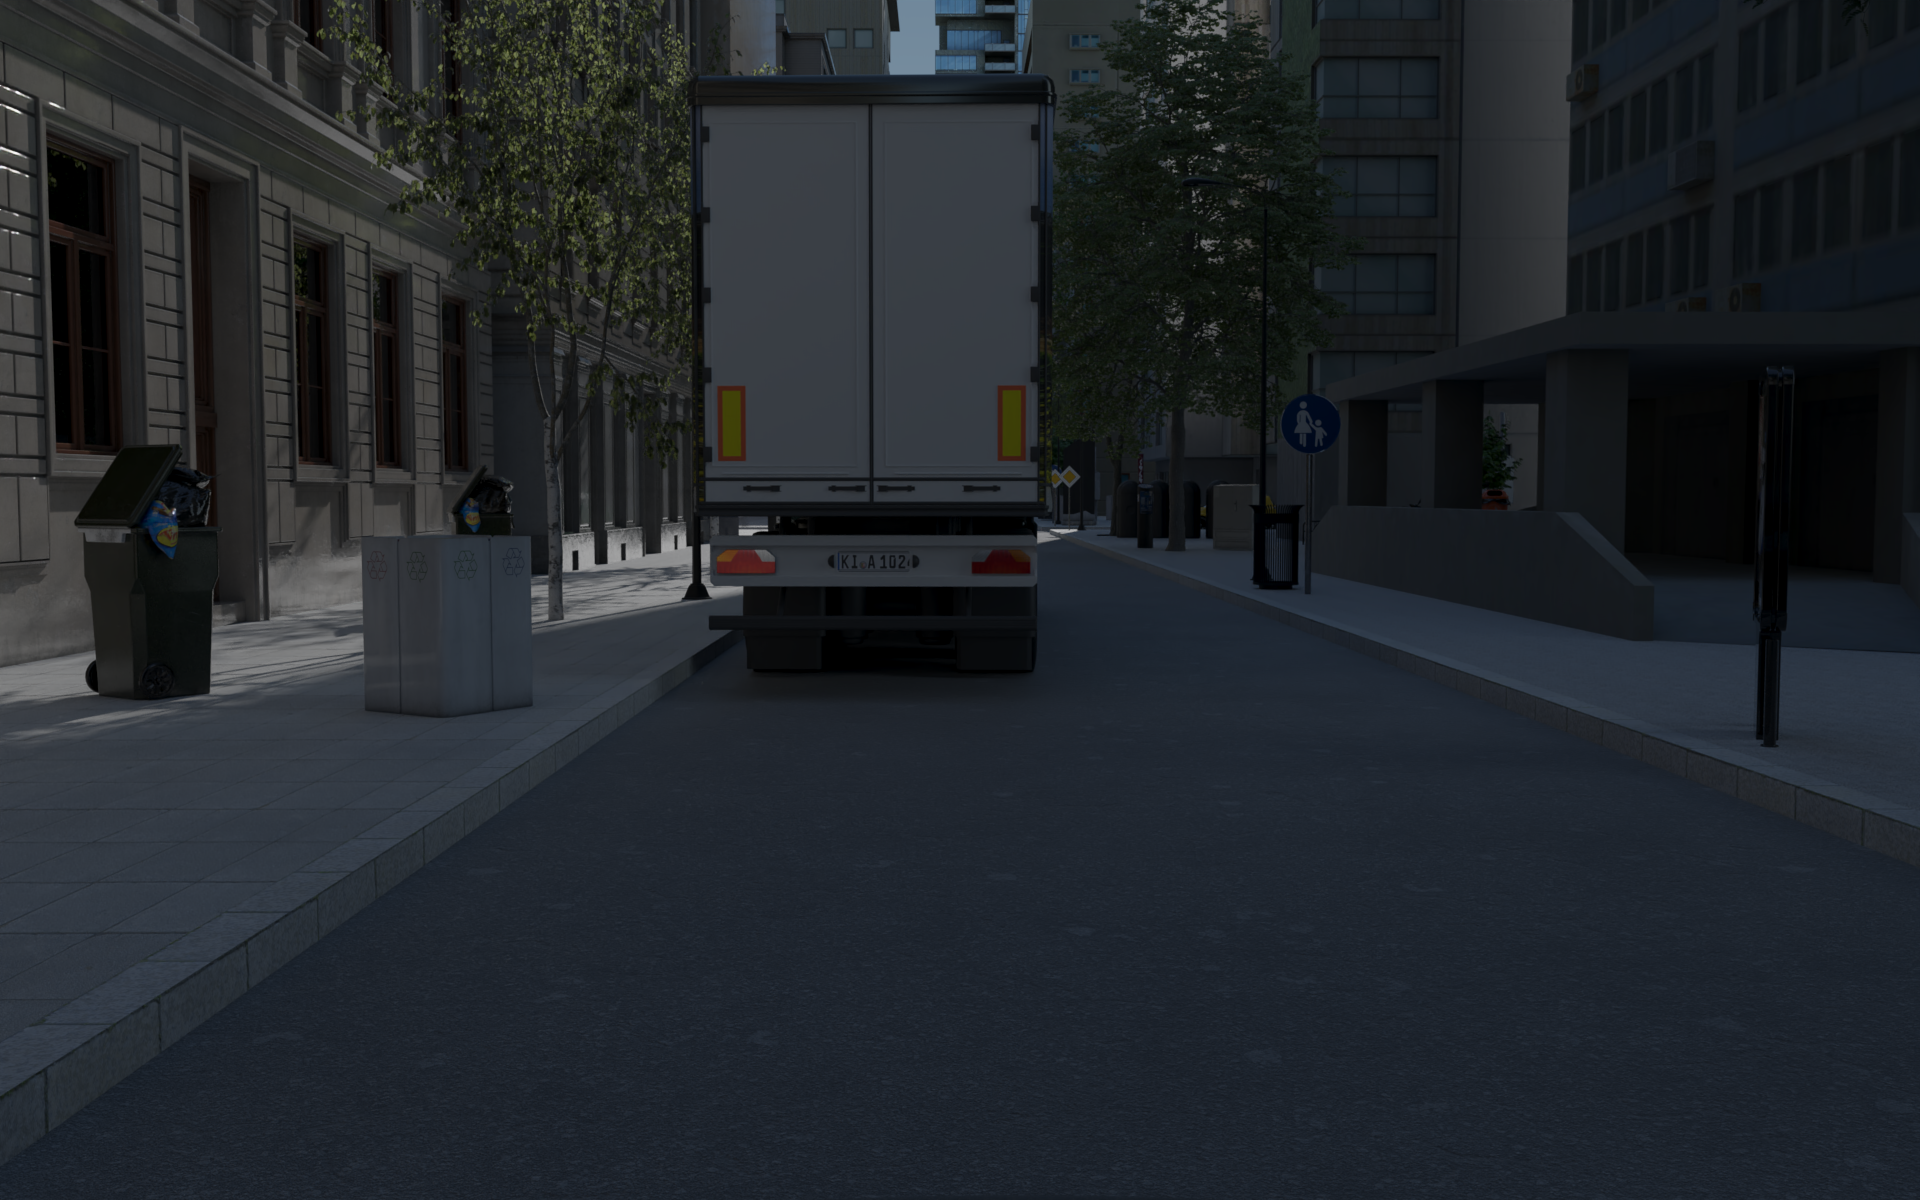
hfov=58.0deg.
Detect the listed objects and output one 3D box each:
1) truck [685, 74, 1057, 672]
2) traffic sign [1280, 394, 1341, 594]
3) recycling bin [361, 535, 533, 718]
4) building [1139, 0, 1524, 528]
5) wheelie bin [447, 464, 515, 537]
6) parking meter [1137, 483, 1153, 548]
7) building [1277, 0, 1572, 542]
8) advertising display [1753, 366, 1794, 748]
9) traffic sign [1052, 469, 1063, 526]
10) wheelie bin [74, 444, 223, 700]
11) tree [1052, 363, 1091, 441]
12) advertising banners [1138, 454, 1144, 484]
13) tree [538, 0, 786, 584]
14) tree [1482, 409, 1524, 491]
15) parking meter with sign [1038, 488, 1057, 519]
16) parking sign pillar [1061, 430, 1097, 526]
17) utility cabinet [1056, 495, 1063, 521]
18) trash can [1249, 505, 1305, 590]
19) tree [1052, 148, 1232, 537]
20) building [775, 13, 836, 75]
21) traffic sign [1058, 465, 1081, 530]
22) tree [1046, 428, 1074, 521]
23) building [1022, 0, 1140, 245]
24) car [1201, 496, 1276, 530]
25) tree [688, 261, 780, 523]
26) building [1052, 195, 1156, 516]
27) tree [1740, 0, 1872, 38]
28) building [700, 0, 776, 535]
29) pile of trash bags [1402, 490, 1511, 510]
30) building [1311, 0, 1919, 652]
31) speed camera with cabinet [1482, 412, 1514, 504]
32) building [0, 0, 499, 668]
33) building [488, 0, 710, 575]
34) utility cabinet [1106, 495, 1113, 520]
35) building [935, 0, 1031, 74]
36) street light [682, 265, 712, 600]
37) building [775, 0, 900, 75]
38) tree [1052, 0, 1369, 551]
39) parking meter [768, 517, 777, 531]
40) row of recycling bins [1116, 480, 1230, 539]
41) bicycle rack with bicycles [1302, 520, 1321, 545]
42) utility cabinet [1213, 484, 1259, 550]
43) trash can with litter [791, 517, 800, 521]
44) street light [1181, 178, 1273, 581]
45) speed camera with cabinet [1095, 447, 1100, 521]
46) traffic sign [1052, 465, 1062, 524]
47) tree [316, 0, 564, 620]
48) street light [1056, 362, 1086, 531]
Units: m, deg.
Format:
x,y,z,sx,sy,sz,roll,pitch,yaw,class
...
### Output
x,y,z,sx,sy,sz,roll,pitch,yaw,class
-0.449,-1.731,17.216,2.839,4.237,11.283,0,4,2,truck
4.456,-1.346,22.111,0.768,2.556,0.104,0,4,2,traffic sign
-3.061,0.134,10.358,0.722,1.027,0.722,2,4,32,recycling bin
15.658,-24.079,77.291,14.086,41.232,14.154,0,4,0,building
-5.166,-0.662,18.726,0.693,1.594,0.980,-1,4,-21,wheelie bin
4.398,-1.999,41.087,0.372,1.533,0.369,0,3,0,parking meter
16.256,-22.479,51.127,14.154,41.232,14.086,0,4,0,building
4.275,-0.240,9.133,0.123,1.923,0.974,1,4,22,advertising display
3.782,-3.993,68.923,0.795,2.450,0.064,0,4,0,traffic sign
-5.173,-0.194,11.079,0.980,1.594,0.693,2,4,34,wheelie bin
5.224,-8.806,94.345,4.737,8.622,4.395,0,3,0,tree
8.122,-4.786,74.440,0.090,3.025,2.074,-1,4,-22,advertising banners
-3.951,-4.711,27.391,4.360,8.622,3.978,0,3,0,tree
11.991,-2.715,38.994,1.663,3.219,1.824,0,3,0,tree
4.754,-5.662,88.829,1.738,3.016,0.543,3,5,42,parking meter with sign
4.867,-5.036,70.810,1.447,3.967,1.447,0,4,5,parking sign pillar
4.571,-4.135,78.772,0.306,1.237,1.020,-1,4,-9,utility cabinet
4.267,-0.718,23.385,0.748,1.137,0.748,0,3,0,trash can
4.686,-7.750,52.461,9.928,11.665,9.643,0,3,0,tree
-12.797,-16.285,85.323,14.314,24.678,30.058,0,4,0,building
3.846,-3.504,60.938,0.795,2.450,0.064,0,4,0,traffic sign
4.711,-6.155,84.356,4.285,4.588,4.351,0,3,0,tree
16.856,-32.925,162.031,21.300,48.544,21.600,0,4,0,building
10.250,-3.409,65.964,3.980,1.641,2.015,0,4,0,car
-3.779,-5.257,36.309,4.737,8.622,4.395,0,3,0,tree
20.461,-16.493,114.706,27.650,21.520,28.899,0,4,0,building
4.805,-4.302,4.745,8.767,10.594,7.601,0,4,5,tree
-15.695,-16.271,51.934,20.117,28.700,13.634,0,4,0,building
9.586,-1.596,35.852,3.447,1.369,1.912,1,4,17,pile of trash bags
21.923,-20.125,20.932,32.217,40.220,23.993,0,4,0,building
12.649,-2.942,42.437,0.660,3.252,2.038,-2,4,-23,speed camera with cabinet
-12.061,-11.000,16.006,11.583,22.565,21.152,0,4,0,building
-11.170,-11.417,35.814,9.793,20.994,18.267,0,4,0,building
7.413,-4.505,84.813,0.306,1.237,1.020,1,4,20,utility cabinet
8.269,-56.638,238.700,31.000,86.520,22.319,0,4,0,building
-2.669,-2.962,20.965,1.470,5.913,1.316,0,4,0,street light
-20.552,-35.600,171.296,28.713,52.752,27.495,0,4,0,building
5.295,-7.368,38.598,7.486,12.596,7.792,0,3,0,tree
-4.656,-2.153,43.608,0.372,1.533,0.369,0,3,0,parking meter
6.223,-2.642,50.314,3.534,1.692,1.069,2,4,24,row of recycling bins
9.833,-1.804,42.884,2.925,0.926,2.852,0,4,-6,bicycle rack with bicycles
6.317,-1.892,39.608,0.318,1.500,1.173,-3,4,-39,utility cabinet
-4.624,-2.083,45.443,1.055,1.170,0.624,-1,4,-13,trash can with litter
3.951,-3.246,25.611,1.470,5.913,1.316,0,4,0,street light
5.215,-4.806,72.909,0.660,3.252,2.038,-1,4,-20,speed camera with cabinet
4.059,-4.606,75.409,0.768,2.556,0.104,1,4,9,traffic sign
-4.081,-4.086,17.162,4.360,8.622,3.978,0,3,0,tree
3.744,-5.403,60.887,1.470,5.913,1.316,0,4,0,street light
